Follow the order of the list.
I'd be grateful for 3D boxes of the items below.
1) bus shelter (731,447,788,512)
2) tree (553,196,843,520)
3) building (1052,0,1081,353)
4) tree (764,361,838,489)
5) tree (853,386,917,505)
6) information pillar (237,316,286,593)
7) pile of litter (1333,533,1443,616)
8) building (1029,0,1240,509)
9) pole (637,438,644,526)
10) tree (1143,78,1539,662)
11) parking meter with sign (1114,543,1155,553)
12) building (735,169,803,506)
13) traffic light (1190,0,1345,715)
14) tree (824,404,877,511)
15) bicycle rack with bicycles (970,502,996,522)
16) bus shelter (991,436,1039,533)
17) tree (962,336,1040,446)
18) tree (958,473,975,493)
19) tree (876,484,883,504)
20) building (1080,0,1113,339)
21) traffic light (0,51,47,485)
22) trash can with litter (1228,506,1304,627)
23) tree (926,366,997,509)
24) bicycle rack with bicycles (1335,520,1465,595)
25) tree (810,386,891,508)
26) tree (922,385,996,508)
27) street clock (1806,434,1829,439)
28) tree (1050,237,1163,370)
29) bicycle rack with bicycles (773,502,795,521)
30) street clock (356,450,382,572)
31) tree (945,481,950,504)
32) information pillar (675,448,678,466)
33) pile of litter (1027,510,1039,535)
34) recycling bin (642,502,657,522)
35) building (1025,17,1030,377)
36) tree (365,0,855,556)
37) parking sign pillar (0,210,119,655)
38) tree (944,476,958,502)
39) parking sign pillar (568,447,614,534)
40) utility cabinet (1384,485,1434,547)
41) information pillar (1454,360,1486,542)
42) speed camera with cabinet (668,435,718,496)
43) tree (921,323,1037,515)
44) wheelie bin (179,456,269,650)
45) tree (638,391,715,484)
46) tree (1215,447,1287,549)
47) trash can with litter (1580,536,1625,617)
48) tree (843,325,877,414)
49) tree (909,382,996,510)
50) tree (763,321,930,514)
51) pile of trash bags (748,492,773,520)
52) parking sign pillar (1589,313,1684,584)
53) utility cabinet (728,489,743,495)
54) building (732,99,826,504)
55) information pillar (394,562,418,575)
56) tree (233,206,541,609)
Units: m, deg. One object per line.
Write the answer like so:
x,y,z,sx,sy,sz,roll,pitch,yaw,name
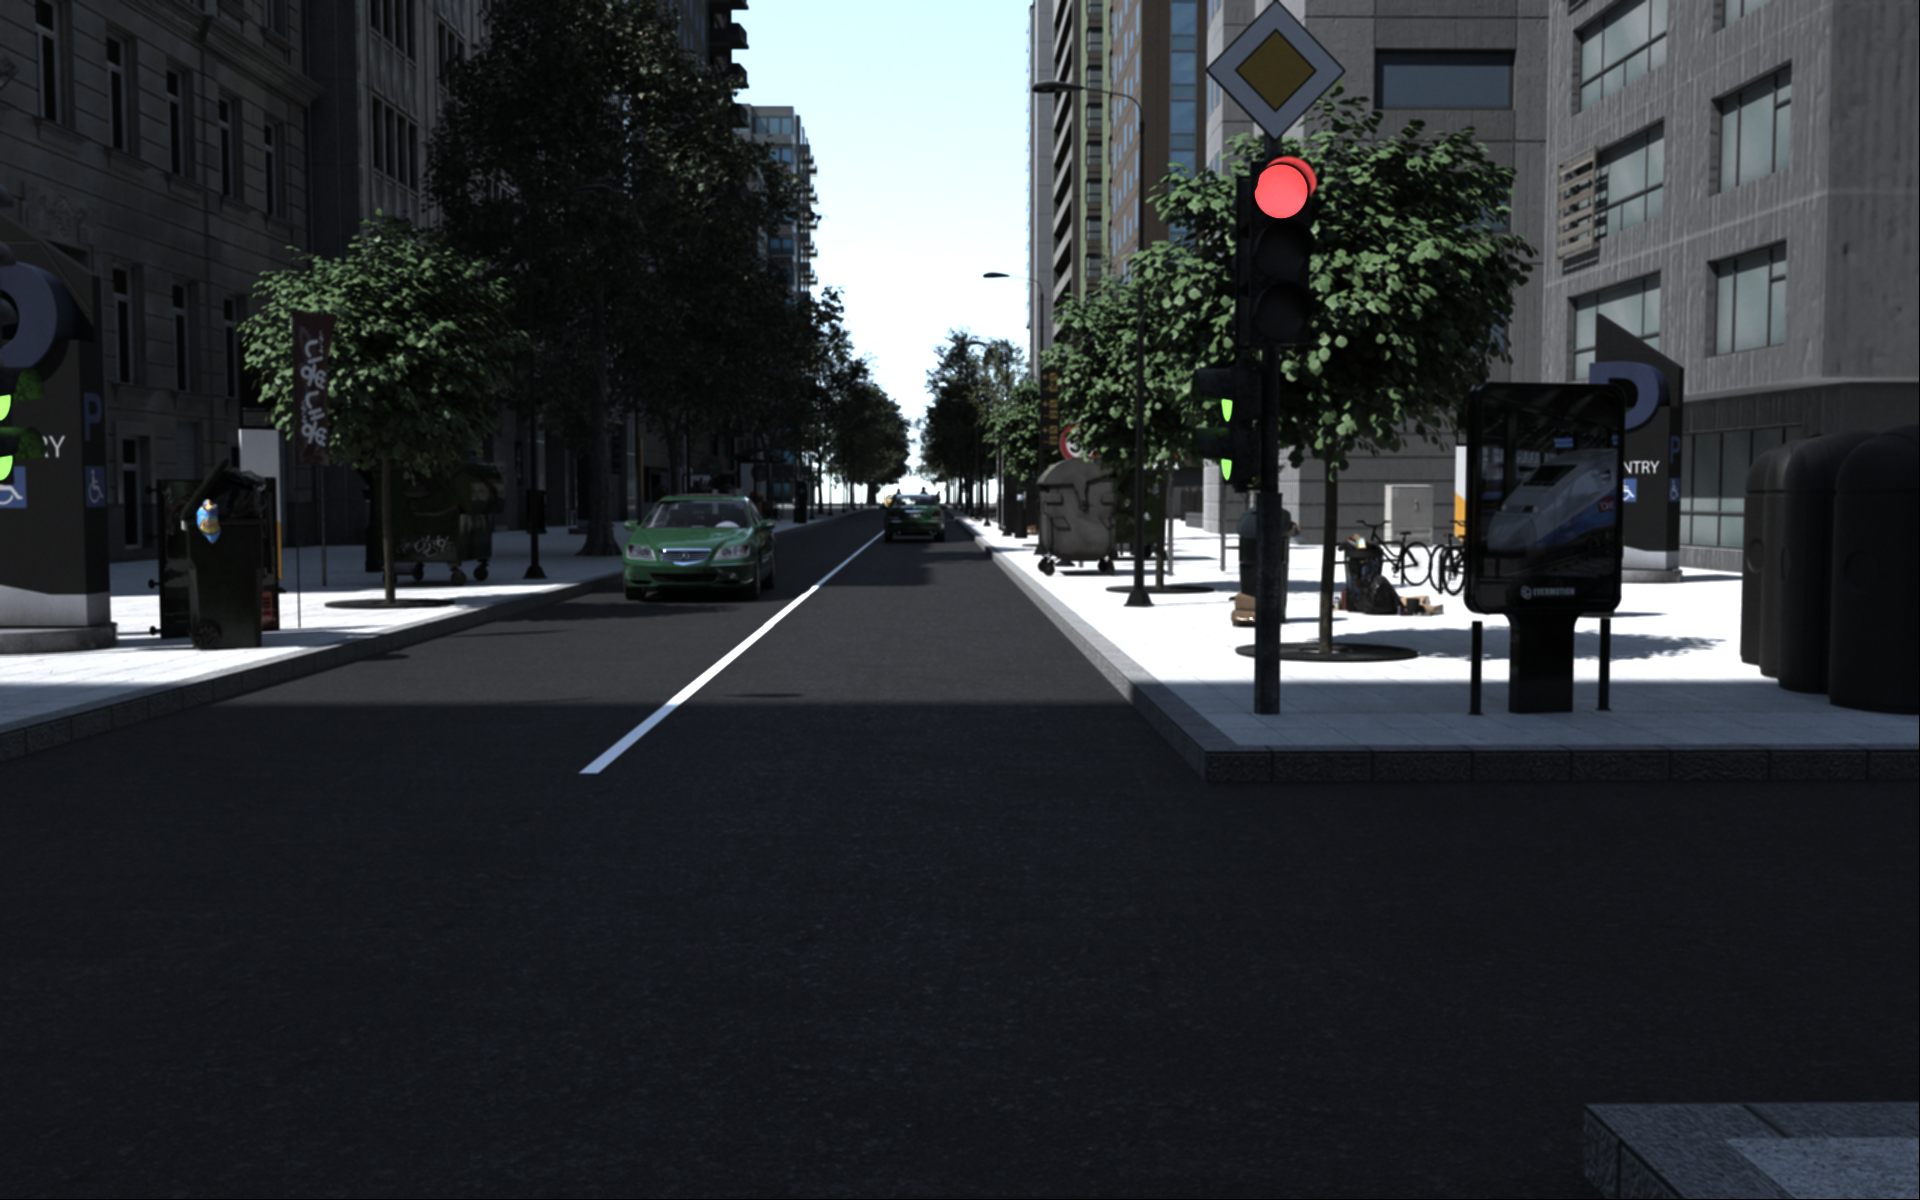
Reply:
-8.897,-5.095,77.230,2.014,3.302,5.546,0,4,-1,bus shelter
-8.079,-7.037,49.470,8.767,10.594,7.601,0,3,0,tree
18.997,-31.714,142.233,21.300,48.544,21.600,0,4,-1,building
-8.349,-8.663,92.002,4.737,8.622,4.395,0,3,0,tree
-10.318,-18.570,210.267,9.857,13.997,8.962,0,3,0,tree
-8.974,-1.888,22.219,0.504,3.616,0.183,-3,4,-39,information pillar
4.603,-0.306,18.971,1.176,0.858,1.719,0,4,-6,pile of litter
18.422,-40.144,198.355,21.231,58.520,28.212,0,4,-1,building
-11.656,-4.244,63.235,0.158,3.312,0.155,0,3,0,pole
2.867,-1.835,13.722,4.285,4.588,4.351,0,3,0,tree
3.710,-2.580,38.436,0.543,3.016,1.738,-2,4,-32,parking meter with sign
-33.653,-30.324,187.679,32.217,40.220,23.993,0,4,-1,building
1.779,-1.291,10.028,0.839,4.253,0.868,0,4,-1,traffic light
-8.372,-10.952,129.434,4.360,8.622,3.978,0,3,0,tree
2.166,-4.047,79.558,2.925,0.926,2.852,1,4,17,bicycle rack with bicycles
2.208,-5.091,60.876,2.179,5.291,8.768,0,4,-1,bus shelter
2.313,-8.032,81.680,4.737,8.622,4.395,0,3,0,tree
0.767,-10.024,158.492,1.663,3.219,1.824,0,3,0,tree
-11.226,-14.346,229.153,1.663,3.219,1.824,0,3,0,tree
15.510,-26.972,124.583,14.154,41.232,14.086,0,4,-1,building
-5.731,-1.282,9.880,0.839,4.253,0.868,0,4,-1,traffic light
3.004,-0.347,17.062,0.624,1.170,1.055,1,4,19,trash can with litter
0.443,-14.283,151.658,7.486,12.596,7.792,0,3,0,tree
6.449,-0.616,23.452,2.925,0.926,2.852,-3,5,-40,bicycle rack with bicycles
-10.021,-14.657,157.767,7.486,12.596,7.792,0,3,0,tree
0.120,-15.373,168.354,9.611,12.733,9.660,0,3,0,tree
10.405,-1.002,20.955,0.471,2.002,0.358,3,5,45,street clock
4.628,-5.998,48.434,4.360,8.622,3.978,0,3,0,tree
-8.520,-4.254,82.928,2.852,0.926,2.925,0,4,-6,bicycle rack with bicycles
-9.646,-1.460,28.434,0.471,2.002,0.358,1,4,17,street clock
-1.643,-19.003,221.074,12.009,13.543,11.850,0,3,0,tree
-13.890,-5.715,84.802,0.183,3.616,0.504,-1,4,-17,information pillar
2.518,-2.488,54.638,1.719,0.858,1.176,0,4,-3,pile of litter
-9.101,-2.424,52.192,0.722,1.027,0.722,-3,5,-42,recycling bin
17.523,-55.940,227.292,22.319,86.520,31.000,0,4,-1,building
-7.457,-7.274,35.936,9.611,12.733,9.660,0,3,0,tree
-7.832,-1.583,14.348,1.447,3.967,1.447,0,4,-1,parking sign pillar
-1.338,-17.396,234.781,4.360,8.622,3.978,0,3,0,tree
-11.915,-4.119,55.814,1.447,3.967,1.447,1,4,9,parking sign pillar
10.791,-2.014,41.608,1.173,1.500,0.318,-1,4,-20,utility cabinet
8.816,-2.357,29.891,0.504,3.616,0.183,1,4,11,information pillar
-9.036,-3.936,58.681,0.660,3.252,2.038,2,4,29,speed camera with cabinet
1.189,-11.043,106.314,9.928,11.665,9.643,0,3,0,tree
-6.168,-0.406,14.549,0.693,1.594,0.980,-2,4,-26,wheelie bin
-12.373,-7.684,75.995,4.737,8.622,4.395,0,3,0,tree
6.713,-2.797,40.340,1.663,3.219,1.824,0,3,0,tree
6.454,-0.422,18.293,0.624,1.170,1.055,-2,4,-32,trash can with litter
-7.176,-8.050,66.030,8.767,10.594,7.601,0,4,7,tree
0.479,-12.416,137.410,8.767,10.594,7.601,-1,4,-19,tree
-9.086,-12.312,111.669,12.009,13.543,11.850,0,3,0,tree
-7.712,-3.242,62.766,1.912,1.369,3.447,-1,4,-21,pile of trash bags
9.857,-2.257,25.381,1.447,3.967,1.447,-3,5,-42,parking sign pillar
-9.024,-3.729,69.643,0.318,1.500,1.173,0,4,7,utility cabinet
-29.118,-36.445,215.487,23.786,49.044,30.456,0,4,-1,building
-8.791,-1.404,27.451,0.304,2.012,0.304,0,4,0,information pillar
-6.526,-2.217,19.955,4.285,4.588,4.351,0,3,0,tree
